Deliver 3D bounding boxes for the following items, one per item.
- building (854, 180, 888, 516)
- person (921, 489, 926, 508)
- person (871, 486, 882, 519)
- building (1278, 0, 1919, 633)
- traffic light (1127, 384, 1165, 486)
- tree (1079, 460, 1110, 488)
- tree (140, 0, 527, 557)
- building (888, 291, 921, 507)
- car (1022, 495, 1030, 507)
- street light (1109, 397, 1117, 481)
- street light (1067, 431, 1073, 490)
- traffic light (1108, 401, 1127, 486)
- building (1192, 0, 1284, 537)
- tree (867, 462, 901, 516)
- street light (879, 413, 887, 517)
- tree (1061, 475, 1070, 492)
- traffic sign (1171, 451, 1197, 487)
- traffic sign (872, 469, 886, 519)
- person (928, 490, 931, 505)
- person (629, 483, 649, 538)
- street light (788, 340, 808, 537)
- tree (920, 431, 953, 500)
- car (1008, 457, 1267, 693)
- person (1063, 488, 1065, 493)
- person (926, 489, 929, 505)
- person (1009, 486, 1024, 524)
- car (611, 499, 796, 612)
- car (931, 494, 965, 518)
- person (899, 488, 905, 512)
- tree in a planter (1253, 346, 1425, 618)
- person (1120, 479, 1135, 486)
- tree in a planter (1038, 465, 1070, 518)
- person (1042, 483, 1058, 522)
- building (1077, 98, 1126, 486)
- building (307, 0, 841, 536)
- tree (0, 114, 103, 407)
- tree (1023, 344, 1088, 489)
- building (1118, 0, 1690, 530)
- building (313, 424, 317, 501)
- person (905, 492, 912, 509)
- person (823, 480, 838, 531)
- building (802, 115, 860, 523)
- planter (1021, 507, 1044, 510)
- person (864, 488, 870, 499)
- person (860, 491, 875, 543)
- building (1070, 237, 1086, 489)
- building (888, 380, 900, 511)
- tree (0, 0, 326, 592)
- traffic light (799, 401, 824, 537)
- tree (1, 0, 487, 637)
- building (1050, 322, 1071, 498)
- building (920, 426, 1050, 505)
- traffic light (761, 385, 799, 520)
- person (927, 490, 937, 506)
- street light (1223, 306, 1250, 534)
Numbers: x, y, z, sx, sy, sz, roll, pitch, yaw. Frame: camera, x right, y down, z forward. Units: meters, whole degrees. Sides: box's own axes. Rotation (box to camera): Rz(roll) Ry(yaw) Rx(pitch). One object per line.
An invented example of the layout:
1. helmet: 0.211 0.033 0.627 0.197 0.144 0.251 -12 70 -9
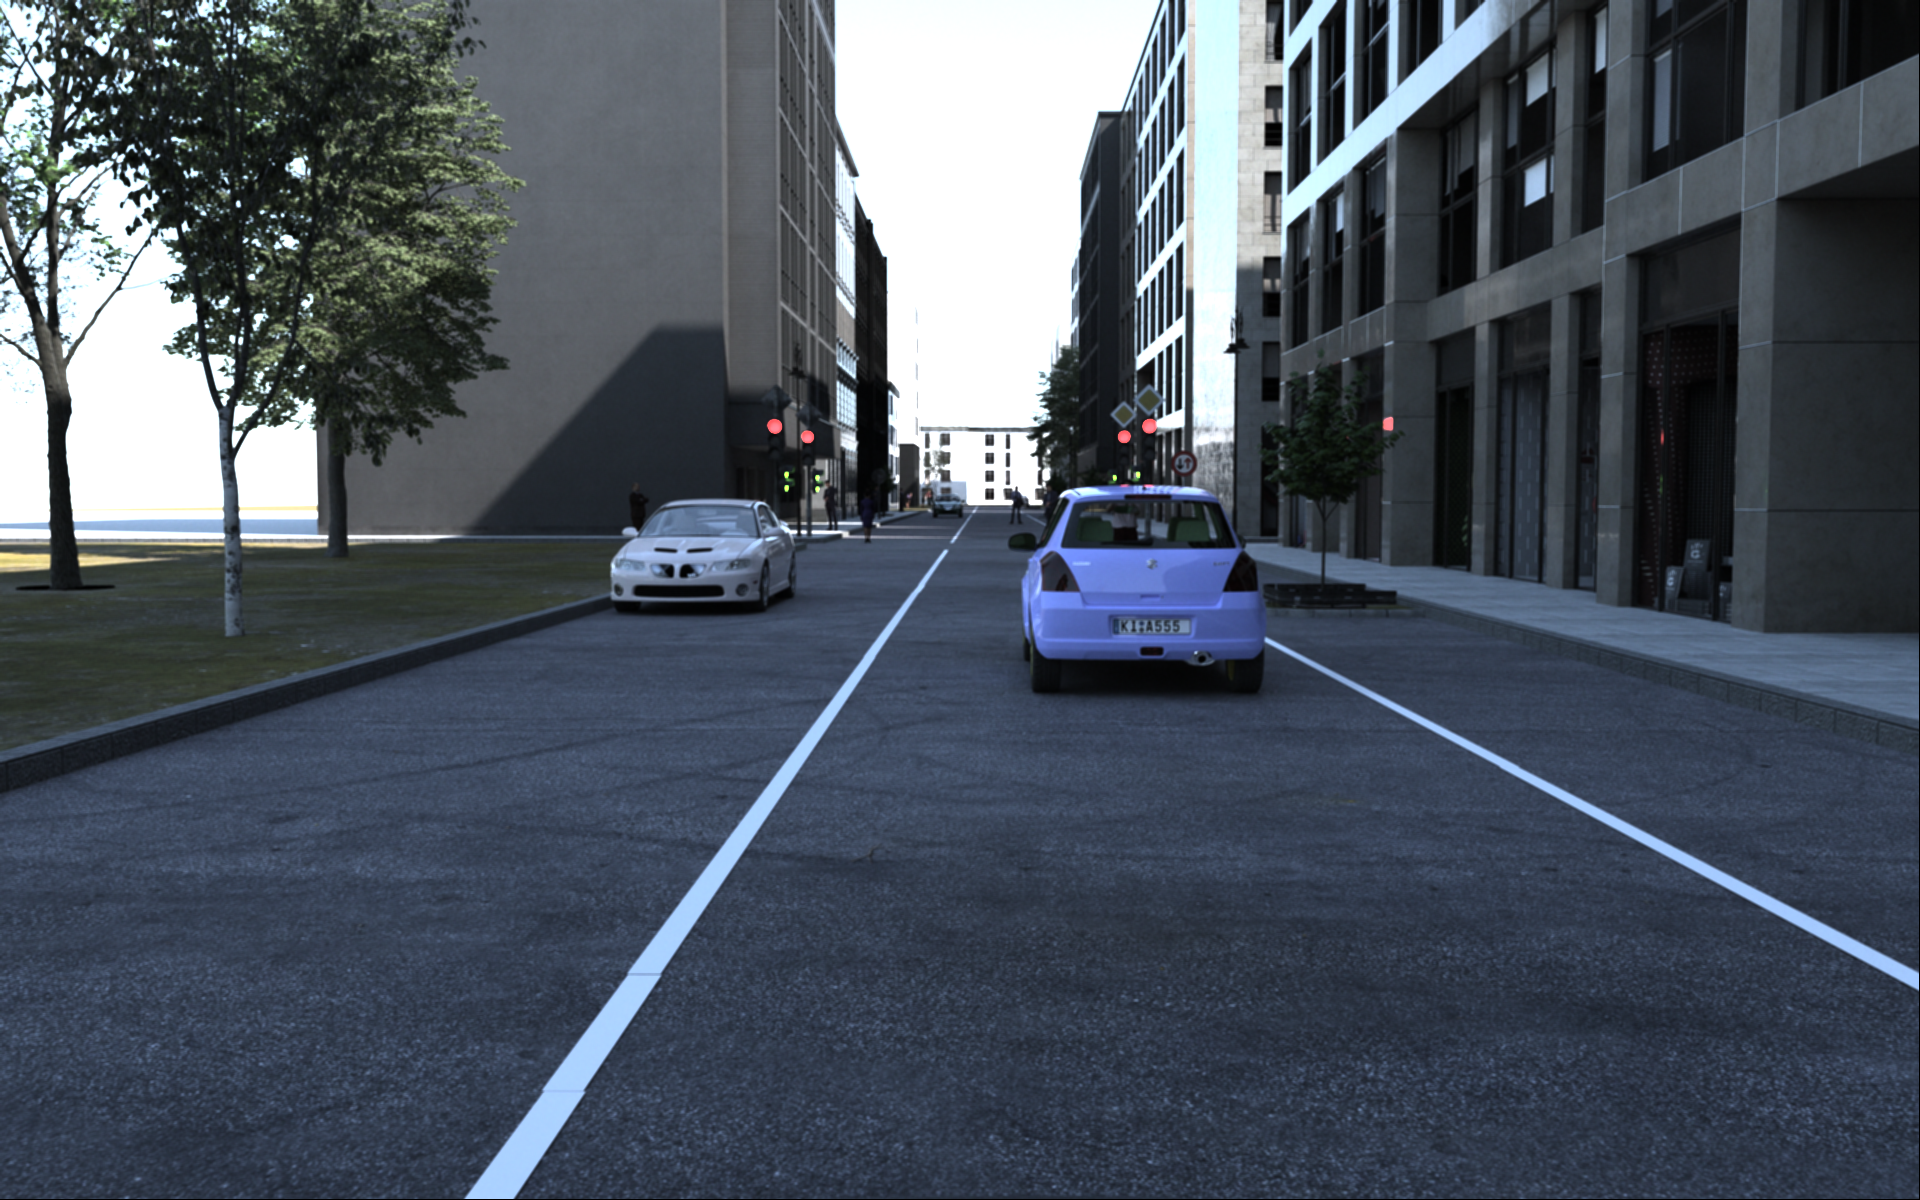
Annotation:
1. building: -11.543 -17.680 118.748 12.332 23.373 15.834 0 4 1
2. person: -3.309 -9.280 158.566 0.721 1.735 1.217 -1 4 -15
3. person: -4.346 -5.070 89.864 0.541 1.710 0.530 1 4 11
4. building: 17.153 -13.461 24.597 19.350 26.468 34.151 0 4 1
5. traffic light: 4.735 -3.332 43.724 0.839 4.213 0.868 0 4 1
6. tree: 7.583 -6.424 99.630 1.663 3.219 1.824 0 3 0
7. tree: -12.722 -7.176 35.456 7.486 12.596 7.792 0 3 0
8. building: -18.514 -20.111 172.792 27.936 21.610 32.646 0 4 1
9. car: 6.901 -11.208 195.605 2.083 1.381 4.827 0 4 3
10. street light: 7.300 -6.662 81.716 0.468 5.910 1.993 0 4 1
11. street light: 8.037 -9.383 126.206 0.468 5.910 1.993 0 4 1
12. traffic light: 4.856 -3.820 51.708 0.839 4.213 0.868 0 4 1
13. building: 16.638 -12.313 56.061 16.860 20.320 10.420 0 4 1
14. tree: -4.379 -6.562 101.886 1.663 3.219 1.824 0 3 0
15. street light: -4.280 -7.568 96.529 0.468 5.910 1.993 0 4 1
16. tree: 8.186 -9.117 143.659 1.663 3.219 1.824 0 3 0
17. traffic sign: 6.555 -3.097 50.737 0.768 2.556 0.104 1 4 8
18. traffic sign: -4.096 -5.337 87.361 0.768 2.556 0.104 1 4 10
19. person: -3.419 -11.758 199.000 0.721 1.743 1.217 -2 4 -26
20. person: -7.701 -2.035 41.579 0.388 1.546 0.482 2 4 27
21. street light: -4.856 -4.850 52.081 0.468 5.910 1.993 0 4 1
22. tree: -2.818 -15.046 196.368 4.360 8.622 3.978 0 3 0
23. car: 1.358 -0.257 13.796 1.945 1.707 3.694 0 4 1
24. person: 8.374 -8.213 140.317 0.705 1.826 1.348 0 4 -7
25. person: -3.683 -11.946 201.294 0.705 1.831 1.348 2 4 31
26. person: 2.722 -4.569 83.067 0.709 1.838 0.599 -1 4 -11
27. car: -3.247 -0.626 22.593 2.083 1.381 4.827 0 4 1
28. car: -0.740 -5.810 106.785 2.131 1.459 4.920 0 4 0
29. person: -4.181 -7.173 124.132 0.445 1.727 0.742 0 4 1
30. tree in a planter: 4.426 -1.455 21.005 1.991 3.239 1.994 0 4 1
31. person: 2.336 -0.890 24.514 0.517 1.644 0.566 3 5 44
32. tree in a planter: 5.684 -6.511 103.680 1.991 3.239 1.994 0 4 1
33. person: 2.814 -2.735 53.671 0.683 1.767 0.568 2 4 29
34. building: 15.492 -19.623 114.336 14.314 27.812 24.014 0 4 1
35. building: -12.478 -16.544 63.994 14.314 27.812 24.014 0 4 1
36. tree: -23.400 -6.362 38.439 8.767 10.594 7.601 -1 4 -22
37. tree: 8.694 -13.075 131.901 7.486 12.596 7.792 0 3 0
38. building: 18.699 -17.127 84.538 19.350 26.468 34.151 0 4 1
39. building: -58.689 -15.734 199.402 28.070 9.664 9.099 0 4 1
40. person: -4.355 -8.471 147.779 0.421 1.427 0.697 -3 5 -45
41. person: -4.577 -3.319 60.760 0.683 1.767 0.568 2 4 33
42. building: -10.425 -14.442 85.273 9.793 20.994 18.267 0 4 1
43. planter: 6.442 -8.138 154.202 1.991 0.319 1.994 0 4 1
44. person: -5.375 -5.649 100.114 0.593 1.614 0.444 -3 5 -43
45. person: -2.716 -2.449 50.915 0.453 1.535 0.546 -1 4 -11
46. building: 23.637 -18.973 154.185 27.936 21.610 32.646 0 4 1
47. building: -9.431 -12.227 142.051 9.099 9.664 28.070 0 4 1
48. tree: -12.189 -5.950 23.037 9.928 11.665 9.643 0 3 0
49. traffic light: -4.504 -3.828 51.833 0.839 4.213 0.868 0 4 1
50. tree: -6.430 -3.965 15.194 4.360 8.622 3.978 0 3 0
51. building: 18.625 -19.566 186.354 16.747 18.905 31.486 0 4 1
52. building: 1.033 -16.777 216.457 28.070 9.664 9.099 0 4 1
53. traffic light: -4.625 -3.340 43.849 0.839 4.213 0.868 0 4 1
54. person: -3.078 -11.162 189.260 1.217 1.735 0.721 -1 4 -14
55. street light: 6.786 -4.272 42.643 0.468 5.910 1.993 0 4 1
